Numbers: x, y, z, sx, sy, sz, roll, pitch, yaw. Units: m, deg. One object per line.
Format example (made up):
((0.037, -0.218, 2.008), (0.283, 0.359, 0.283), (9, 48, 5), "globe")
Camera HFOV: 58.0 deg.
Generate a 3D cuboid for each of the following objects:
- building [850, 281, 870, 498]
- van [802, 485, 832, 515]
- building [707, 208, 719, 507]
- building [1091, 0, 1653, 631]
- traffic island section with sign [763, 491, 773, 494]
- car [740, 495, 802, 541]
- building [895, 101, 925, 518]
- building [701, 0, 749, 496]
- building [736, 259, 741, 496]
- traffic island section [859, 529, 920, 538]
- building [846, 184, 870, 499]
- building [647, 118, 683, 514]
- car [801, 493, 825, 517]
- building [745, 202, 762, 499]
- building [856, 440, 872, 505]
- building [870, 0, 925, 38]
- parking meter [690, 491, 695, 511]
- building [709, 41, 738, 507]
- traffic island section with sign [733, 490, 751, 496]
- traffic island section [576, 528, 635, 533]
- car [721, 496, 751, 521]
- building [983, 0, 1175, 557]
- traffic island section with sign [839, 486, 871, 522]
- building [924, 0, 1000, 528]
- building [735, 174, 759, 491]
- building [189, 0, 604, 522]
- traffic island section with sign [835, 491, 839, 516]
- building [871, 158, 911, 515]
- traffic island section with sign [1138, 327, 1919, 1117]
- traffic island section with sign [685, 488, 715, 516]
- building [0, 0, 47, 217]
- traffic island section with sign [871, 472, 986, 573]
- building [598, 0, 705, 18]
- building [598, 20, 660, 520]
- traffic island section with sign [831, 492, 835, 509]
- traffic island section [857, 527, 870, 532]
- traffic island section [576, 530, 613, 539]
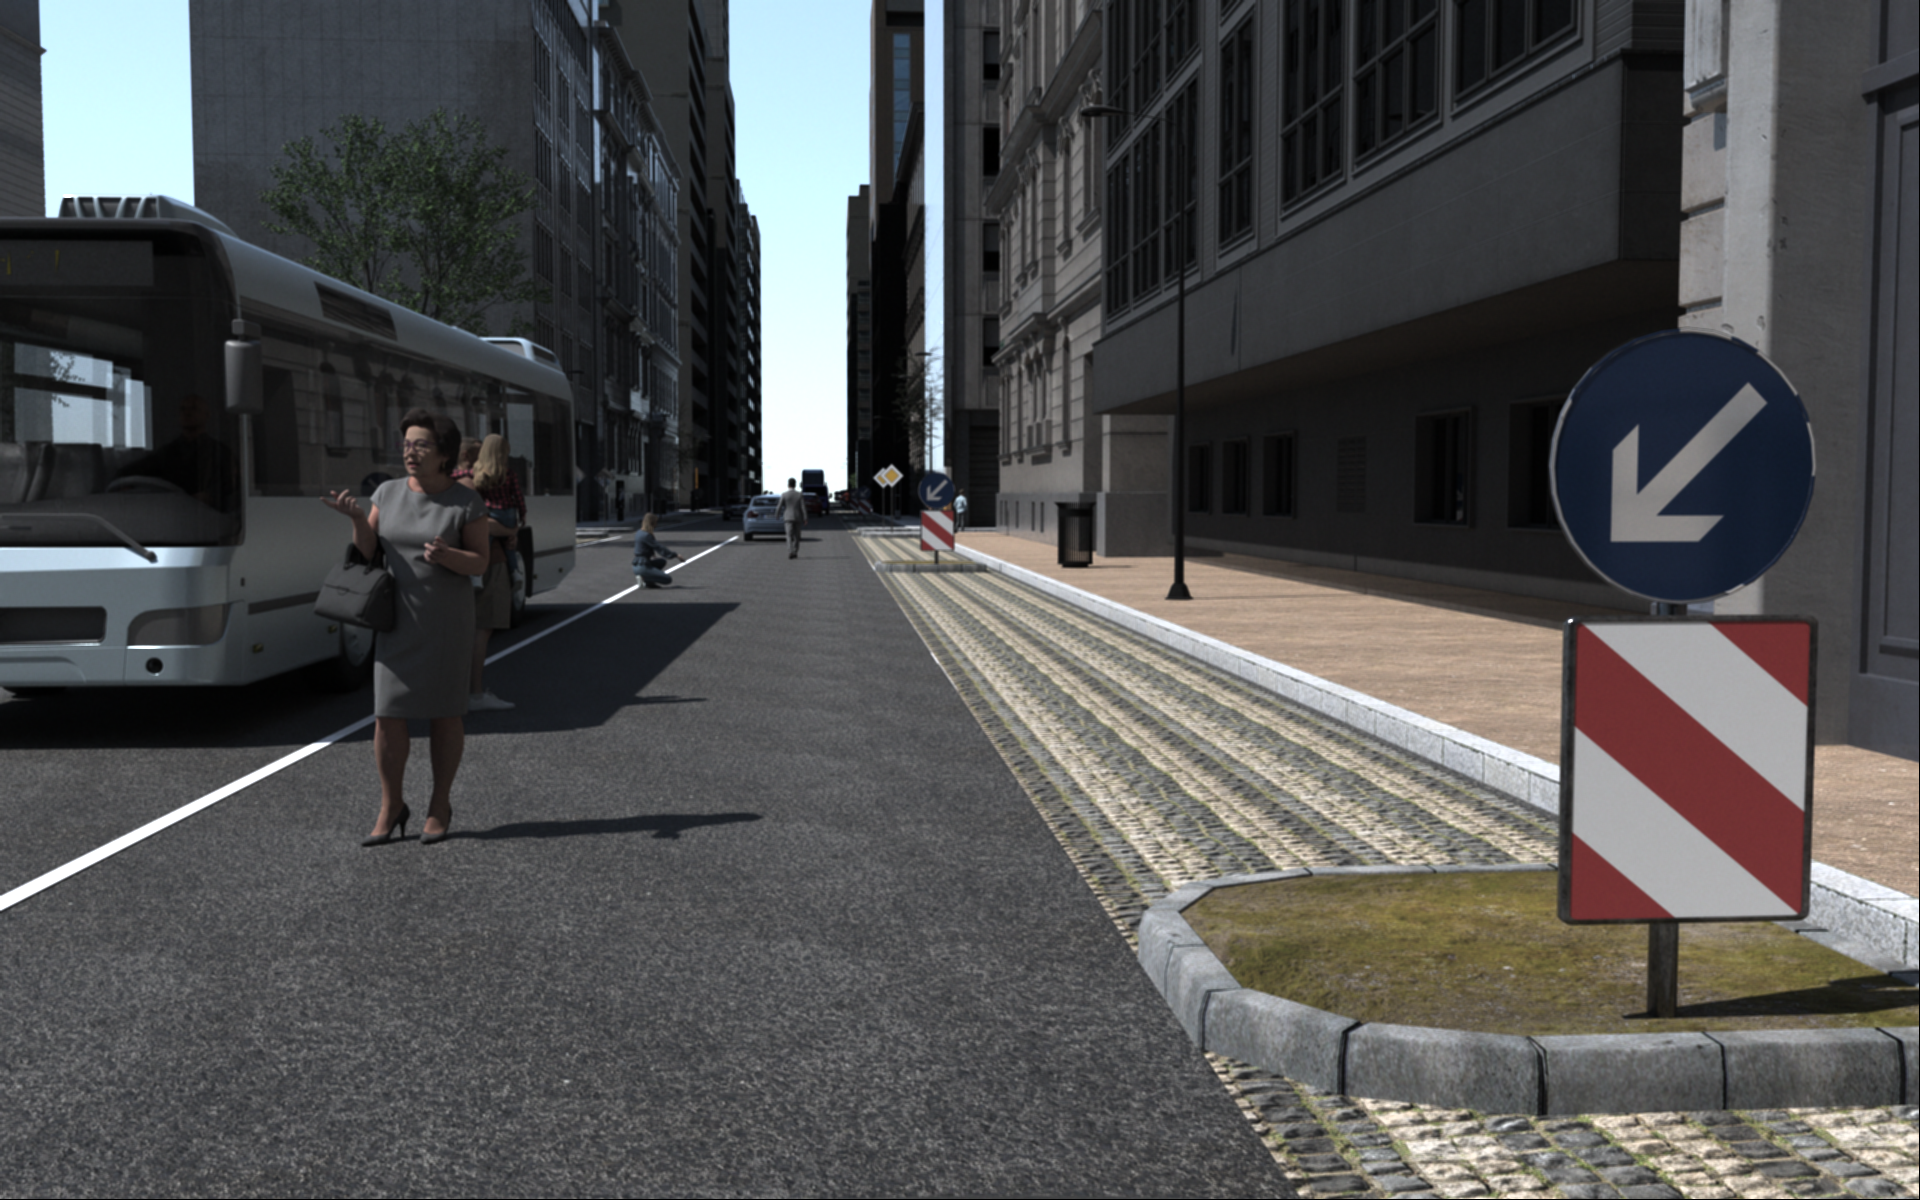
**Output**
((-8.716, -29.207, 249.234), (14.160, 30.474, 14.107), (0, 4, -5), "building")
((-10.056, -7.119, 120.780), (2.240, 2.365, 5.245), (0, 4, -4), "van")
((-30.900, -24.203, 167.420), (14.160, 30.474, 14.107), (0, 4, -5), "building")
((10.472, -13.968, 21.879), (14.314, 27.812, 24.014), (0, 4, -5), "building")
((-29.696, -16.170, 273.009), (1.989, 1.847, 2.006), (0, 4, -5), "traffic island section with sign")
((-5.858, -2.571, 54.043), (2.014, 1.417, 4.499), (0, 4, -6), "car")
((2.431, -16.216, 94.016), (11.050, 23.489, 19.941), (0, 4, -5), "building")
((-38.860, -48.478, 230.870), (20.563, 71.187, 20.611), (0, 4, -5), "building")
((-33.279, -26.412, 203.542), (14.160, 30.474, 14.107), (0, 4, -5), "building")
((-2.231, -2.140, 57.277), (2.009, 0.180, 2.903), (0, 4, -5), "traffic island section")
((-6.620, -39.330, 266.747), (21.300, 48.544, 21.600), (0, 4, -5), "building")
((-26.104, -20.240, 116.827), (13.634, 28.700, 20.117), (0, 4, -5), "building")
((-9.532, -6.084, 108.510), (2.155, 1.783, 4.494), (0, 4, -4), "car")
((-43.516, -40.313, 282.819), (21.300, 48.544, 21.600), (0, 4, -5), "building")
((-0.584, -54.187, 198.625), (22.319, 86.520, 31.000), (0, 4, -5), "building")
((-1.070, -31.369, 162.999), (14.600, 45.320, 14.200), (0, 4, -5), "building")
((-20.052, -7.438, 130.018), (0.372, 1.533, 0.369), (0, 3, 0), "parking meter")
((-35.072, -34.300, 184.501), (21.300, 48.544, 21.600), (0, 4, -5), "building")
((-21.088, -9.494, 163.858), (1.989, 1.847, 2.006), (0, 4, -5), "traffic island section with sign")
((-13.219, -2.578, 64.427), (2.009, 0.180, 2.903), (0, 4, -5), "traffic island section")
((-12.010, -5.005, 94.417), (1.945, 1.354, 3.894), (0, 4, -5), "car")
((8.257, -15.801, 45.739), (14.401, 28.519, 23.554), (0, 4, -5), "building")
((-4.984, -4.849, 87.911), (1.989, 1.847, 2.006), (0, 4, -5), "traffic island section with sign")
((8.822, -15.493, 71.329), (19.932, 24.808, 12.078), (0, 4, -5), "building")
((-42.160, -38.975, 256.851), (23.786, 49.044, 30.456), (0, 4, -5), "building")
((-22.426, -15.582, 72.788), (12.078, 24.808, 19.932), (0, 4, -5), "building")
((-7.104, -6.493, 114.783), (1.989, 1.847, 2.006), (0, 4, -5), "traffic island section with sign")
((0.694, -17.255, 111.791), (12.332, 23.373, 15.834), (0, 4, -5), "building")
((1.571, 0.226, 4.926), (1.989, 1.847, 2.006), (0, 4, -5), "traffic island section with sign")
((-17.157, -6.453, 114.132), (1.989, 1.847, 2.006), (0, 4, -5), "traffic island section with sign")
((-52.485, -17.626, 65.682), (29.804, 29.767, 11.434), (0, 4, -5), "building")
((-0.586, -1.446, 32.271), (1.989, 1.847, 2.006), (0, 4, -5), "traffic island section with sign")
((-33.131, -32.102, 148.569), (21.300, 48.544, 21.600), (0, 4, -5), "building")
((-24.259, -18.771, 94.300), (14.401, 28.519, 23.554), (0, 4, -5), "building")
((-11.062, -9.560, 164.929), (1.989, 1.847, 2.006), (0, 4, -5), "traffic island section with sign")
((-2.860, -2.627, 65.237), (2.009, 0.180, 2.903), (0, 4, -5), "traffic island section")
((-12.590, -2.091, 56.466), (2.009, 0.180, 2.903), (0, 4, -5), "traffic island section")
